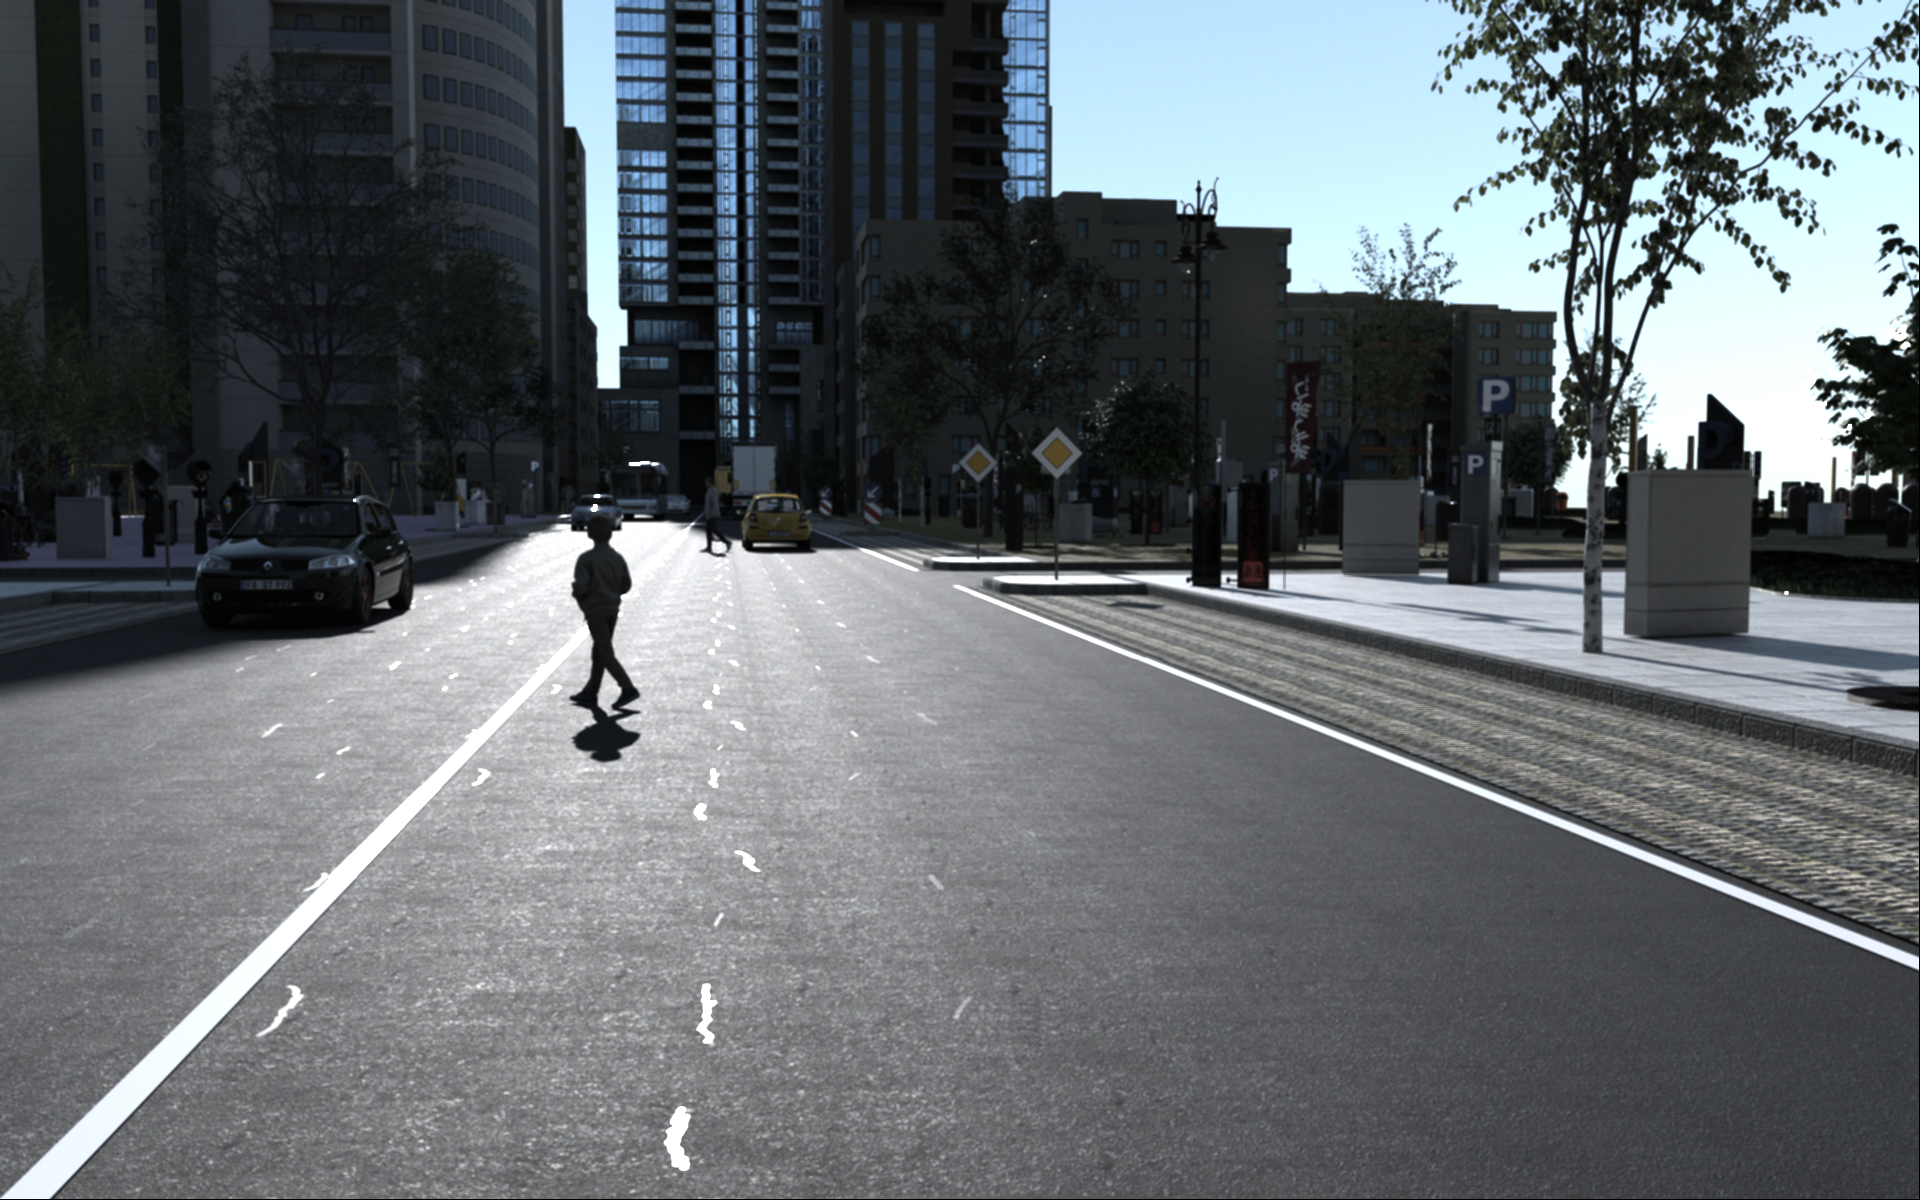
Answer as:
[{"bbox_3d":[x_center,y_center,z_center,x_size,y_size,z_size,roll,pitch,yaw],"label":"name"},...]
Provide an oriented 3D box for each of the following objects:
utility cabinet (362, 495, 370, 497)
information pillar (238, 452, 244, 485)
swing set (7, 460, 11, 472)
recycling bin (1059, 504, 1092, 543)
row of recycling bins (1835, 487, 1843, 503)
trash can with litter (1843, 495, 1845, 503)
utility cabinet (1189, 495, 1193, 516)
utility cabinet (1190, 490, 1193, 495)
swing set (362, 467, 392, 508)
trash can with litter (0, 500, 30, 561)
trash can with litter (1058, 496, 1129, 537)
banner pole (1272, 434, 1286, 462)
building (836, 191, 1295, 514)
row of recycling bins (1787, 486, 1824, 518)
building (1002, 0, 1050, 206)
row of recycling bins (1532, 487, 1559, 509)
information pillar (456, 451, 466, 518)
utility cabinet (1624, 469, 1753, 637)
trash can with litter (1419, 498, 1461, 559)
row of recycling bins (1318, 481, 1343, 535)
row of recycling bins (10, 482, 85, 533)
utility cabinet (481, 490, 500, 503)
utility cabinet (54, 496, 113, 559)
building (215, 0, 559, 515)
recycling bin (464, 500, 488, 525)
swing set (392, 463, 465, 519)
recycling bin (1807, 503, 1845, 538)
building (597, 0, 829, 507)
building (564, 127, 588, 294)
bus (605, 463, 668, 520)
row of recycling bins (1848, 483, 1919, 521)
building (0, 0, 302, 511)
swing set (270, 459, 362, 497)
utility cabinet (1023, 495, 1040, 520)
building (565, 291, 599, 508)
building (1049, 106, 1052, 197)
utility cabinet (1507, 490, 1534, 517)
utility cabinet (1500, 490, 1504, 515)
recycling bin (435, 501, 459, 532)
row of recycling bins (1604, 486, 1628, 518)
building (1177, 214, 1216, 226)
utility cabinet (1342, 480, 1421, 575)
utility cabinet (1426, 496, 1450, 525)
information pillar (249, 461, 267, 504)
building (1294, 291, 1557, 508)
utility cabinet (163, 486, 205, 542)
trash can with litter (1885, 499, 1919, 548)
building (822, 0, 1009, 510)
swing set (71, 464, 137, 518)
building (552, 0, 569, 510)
[{"bbox_3d":[-35.961,-5.689,104.177,1.020,1.237,0.306,2,4,26],"label":"utility cabinet"},{"bbox_3d":[-36.908,-5.987,89.242,0.504,3.616,0.183,-2,4,-24],"label":"information pillar"},{"bbox_3d":[-44.315,-5.035,79.946,3.119,2.851,2.862,0,4,5],"label":"swing set"},{"bbox_3d":[3.057,-2.026,45.678,0.722,1.027,0.722,1,4,19],"label":"recycling bin"},{"bbox_3d":[56.025,-6.143,107.553,3.534,1.692,1.069,0,4,1],"label":"row of recycling bins"},{"bbox_3d":[47.027,-4.926,91.591,1.678,1.210,2.233,-2,4,-27],"label":"trash can with litter"},{"bbox_3d":[13.258,-5.405,99.531,0.306,1.237,1.020,3,4,37],"label":"utility cabinet"},{"bbox_3d":[13.257,-5.715,102.112,1.173,1.500,0.318,3,5,42],"label":"utility cabinet"},{"bbox_3d":[-29.918,-5.357,85.212,2.862,2.851,3.119,0,4,-5],"label":"swing set"},{"bbox_3d":[-18.476,-1.349,33.444,0.624,1.170,1.055,0,4,-2],"label":"trash can with litter"},{"bbox_3d":[3.969,-2.490,51.771,2.233,1.210,1.678,0,4,-3],"label":"trash can with litter"},{"bbox_3d":[13.240,-5.028,72.227,0.863,3.779,0.401,3,5,42],"label":"banner pole"},{"bbox_3d":[5.849,-17.132,125.151,27.650,21.520,28.899,0,4,-8],"label":"building"},{"bbox_3d":[41.264,-4.727,84.395,1.069,1.692,3.534,3,5,42],"label":"row of recycling bins"},{"bbox_3d":[-3.025,-52.220,166.470,22.319,86.520,31.000,0,4,-8],"label":"building"},{"bbox_3d":[35.531,-6.015,105.454,1.069,1.692,3.534,0,4,2],"label":"row of recycling bins"},{"bbox_3d":[-26.596,-6.182,92.429,0.504,3.616,0.183,-2,4,-25],"label":"information pillar"},{"bbox_3d":[6.558,-0.424,15.611,1.173,1.500,0.318,-1,4,-22],"label":"utility cabinet"},{"bbox_3d":[9.461,-1.464,34.991,2.233,1.210,1.678,1,4,9],"label":"trash can with litter"},{"bbox_3d":[12.451,-3.015,56.404,1.069,1.692,3.534,2,4,24],"label":"row of recycling bins"},{"bbox_3d":[-31.206,-3.113,58.012,3.534,1.692,1.069,-1,4,-13],"label":"row of recycling bins"},{"bbox_3d":[-27.120,-5.576,99.846,0.318,1.500,1.173,3,5,43],"label":"utility cabinet"},{"bbox_3d":[-17.424,-1.425,34.462,1.020,1.237,0.306,0,4,5],"label":"utility cabinet"},{"bbox_3d":[-39.747,-35.228,117.983,21.231,58.520,28.212,0,4,-8],"label":"building"},{"bbox_3d":[-20.345,-3.689,72.875,0.722,1.027,0.722,2,4,28],"label":"recycling bin"},{"bbox_3d":[-26.877,-5.453,86.776,3.119,2.851,2.862,1,4,12],"label":"swing set"},{"bbox_3d":[25.269,-2.322,50.522,0.722,1.027,0.722,-1,4,-14],"label":"recycling bin"},{"bbox_3d":[-27.711,-54.351,201.315,31.000,86.520,22.319,0,4,-8],"label":"building"},{"bbox_3d":[-49.430,-31.288,195.161,14.086,41.232,14.154,0,4,-8],"label":"building"},{"bbox_3d":[-18.380,-6.404,99.563,2.948,3.499,13.247,0,4,-7],"label":"bus"},{"bbox_3d":[35.010,-3.506,64.434,3.534,1.692,1.069,3,4,37],"label":"row of recycling bins"},{"bbox_3d":[-79.616,-37.895,161.575,28.212,58.520,21.231,0,4,-8],"label":"building"},{"bbox_3d":[-28.728,-4.845,76.830,3.119,2.851,2.862,0,4,1],"label":"swing set"},{"bbox_3d":[3.408,-4.537,85.345,1.020,1.237,0.306,0,4,-1],"label":"utility cabinet"},{"bbox_3d":[-49.982,-19.515,164.113,28.899,21.520,27.650,0,4,-8],"label":"building"},{"bbox_3d":[-1.460,-35.599,205.748,21.600,48.544,21.300,0,4,-8],"label":"building"},{"bbox_3d":[27.501,-4.669,85.015,1.173,1.500,0.318,2,4,33],"label":"utility cabinet"},{"bbox_3d":[27.003,-4.816,87.421,1.173,1.500,0.318,-1,4,-23],"label":"utility cabinet"},{"bbox_3d":[-17.619,-2.872,59.516,0.722,1.027,0.722,-1,4,-9],"label":"recycling bin"},{"bbox_3d":[34.449,-5.153,91.366,1.069,1.692,3.534,-1,4,-13],"label":"row of recycling bins"},{"bbox_3d":[17.913,-24.959,179.788,14.107,30.474,14.160,0,4,-8],"label":"building"},{"bbox_3d":[6.642,-1.139,27.305,1.173,1.500,0.318,1,4,15],"label":"utility cabinet"},{"bbox_3d":[19.807,-3.707,71.774,0.306,1.237,1.020,-2,4,-35],"label":"utility cabinet"},{"bbox_3d":[-15.617,-2.083,38.545,0.304,2.012,0.304,-2,4,-34],"label":"information pillar"},{"bbox_3d":[40.207,-20.227,175.758,28.899,21.520,27.650,0,4,-8],"label":"building"},{"bbox_3d":[-20.480,-2.265,45.712,1.173,1.500,0.318,2,4,26],"label":"utility cabinet"},{"bbox_3d":[22.923,-1.861,41.807,1.055,1.170,0.624,2,4,32],"label":"trash can with litter"},{"bbox_3d":[-4.109,-30.255,144.772,14.600,45.320,14.200,0,4,-8],"label":"building"},{"bbox_3d":[-45.494,-5.784,92.184,3.119,2.851,2.862,-2,4,-32],"label":"swing set"},{"bbox_3d":[-39.584,-29.975,140.194,14.600,45.320,14.200,0,4,-8],"label":"building"}]
